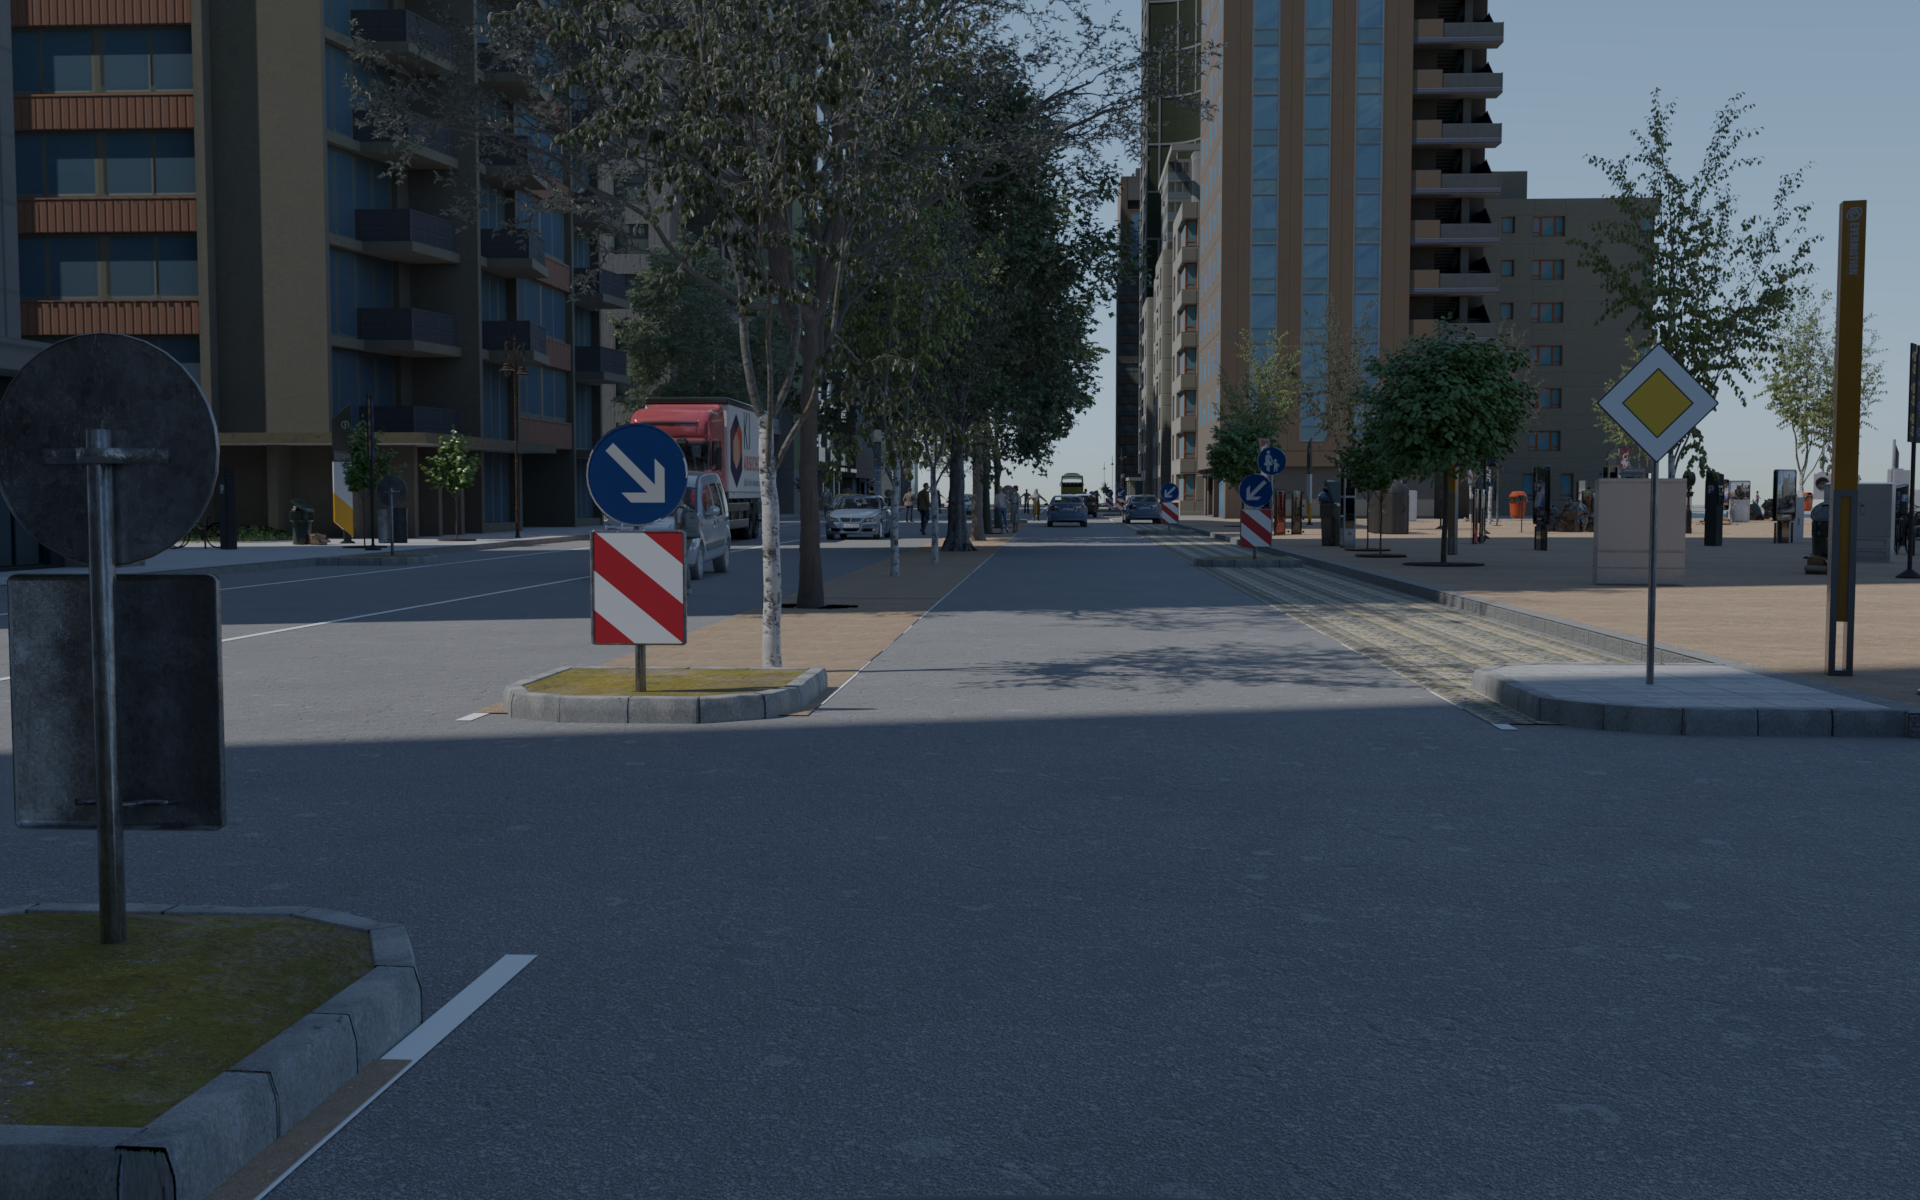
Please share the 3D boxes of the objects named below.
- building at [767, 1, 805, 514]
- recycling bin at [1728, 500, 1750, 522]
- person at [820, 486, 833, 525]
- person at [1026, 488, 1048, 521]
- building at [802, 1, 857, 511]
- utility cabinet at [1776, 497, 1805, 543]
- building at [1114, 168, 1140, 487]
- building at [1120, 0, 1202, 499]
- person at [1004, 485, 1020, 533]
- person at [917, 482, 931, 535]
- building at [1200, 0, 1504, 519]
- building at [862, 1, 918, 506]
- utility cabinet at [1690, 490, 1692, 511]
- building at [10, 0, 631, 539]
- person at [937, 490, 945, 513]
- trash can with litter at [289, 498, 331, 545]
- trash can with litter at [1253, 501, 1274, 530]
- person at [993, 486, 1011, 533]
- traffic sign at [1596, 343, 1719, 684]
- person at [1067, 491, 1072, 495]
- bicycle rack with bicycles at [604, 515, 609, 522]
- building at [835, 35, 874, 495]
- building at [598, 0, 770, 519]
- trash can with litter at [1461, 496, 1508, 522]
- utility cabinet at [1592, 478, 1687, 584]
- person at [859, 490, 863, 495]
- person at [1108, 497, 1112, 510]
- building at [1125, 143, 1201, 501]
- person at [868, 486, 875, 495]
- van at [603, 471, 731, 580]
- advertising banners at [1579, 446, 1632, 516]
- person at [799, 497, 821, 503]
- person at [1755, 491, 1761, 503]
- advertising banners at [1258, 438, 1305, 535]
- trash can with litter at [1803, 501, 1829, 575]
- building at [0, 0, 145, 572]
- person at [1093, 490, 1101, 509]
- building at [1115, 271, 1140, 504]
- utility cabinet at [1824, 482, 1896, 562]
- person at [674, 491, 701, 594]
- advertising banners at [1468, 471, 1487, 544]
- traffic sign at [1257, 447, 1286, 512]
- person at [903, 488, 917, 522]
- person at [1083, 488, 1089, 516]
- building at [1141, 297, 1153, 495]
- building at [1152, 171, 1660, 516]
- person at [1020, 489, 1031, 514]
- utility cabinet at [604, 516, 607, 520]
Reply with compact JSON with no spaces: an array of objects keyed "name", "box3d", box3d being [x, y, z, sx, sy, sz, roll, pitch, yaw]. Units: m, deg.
[{"name":"building","box3d":[-17.791,-26.019,109.001,14.154,41.232,14.086,0,4,3]},{"name":"recycling bin","box3d":[35.498,-4.062,78.963,0.722,1.027,0.722,0,4,-1]},{"name":"person","box3d":[-6.116,-4.342,79.606,0.709,1.813,0.853,1,4,15]},{"name":"person","box3d":[4.102,-5.093,92.509,1.217,1.736,0.721,-1,4,-13]},{"name":"building","box3d":[-20.793,-31.357,132.301,23.786,49.044,30.456,0,4,3]},{"name":"utility cabinet","box3d":[22.074,-2.132,46.022,1.020,1.237,0.306,-3,5,-41]},{"name":"building","box3d":[28.620,-35.914,237.300,14.600,45.320,14.200,0,4,3]},{"name":"building","box3d":[29.738,-46.863,204.461,20.563,71.187,20.611,0,4,3]},{"name":"person","box3d":[1.921,-3.288,62.833,0.524,1.755,0.480,-2,4,-34]},{"name":"person","box3d":[-1.236,-3.208,60.869,0.656,1.842,0.836,1,4,13]},{"name":"building","box3d":[20.644,-27.180,94.506,14.600,45.320,14.200,0,4,3]},{"name":"building","box3d":[-16.037,-55.359,217.783,22.319,86.520,31.000,0,4,3]},{"name":"utility cabinet","box3d":[23.375,-2.949,56.893,1.173,1.500,0.318,0,4,7]},{"name":"building","box3d":[-24.734,-24.926,62.159,22.147,44.769,28.867,0,4,3]},{"name":"person","box3d":[-1.554,-7.393,130.100,1.217,1.743,0.721,-2,4,-25]},{"name":"trash can with litter","box3d":[-16.335,-1.969,43.588,1.055,1.170,0.624,1,4,17]},{"name":"trash can with litter","box3d":[8.604,-2.322,49.354,0.624,1.170,1.055,0,4,5]},{"name":"person","box3d":[1.644,-3.356,64.035,0.731,1.740,0.598,-1,4,-20]},{"name":"traffic sign","box3d":[4.653,-0.488,11.627,0.795,2.450,0.064,0,4,3]},{"name":"person","box3d":[9.825,-8.901,154.970,0.756,1.711,0.436,2,4,30]},{"name":"bicycle rack with bicycles","box3d":[-15.333,-4.045,79.512,2.852,0.926,2.925,1,4,18]},{"name":"building","box3d":[-15.377,-30.845,154.422,14.600,45.320,14.200,0,4,3]},{"name":"building","box3d":[-18.520,-19.784,95.173,14.160,30.474,14.107,0,4,3]},{"name":"trash can with litter","box3d":[24.275,-4.239,80.361,2.233,1.210,1.678,2,4,24]},{"name":"utility cabinet","box3d":[9.562,-0.961,24.392,1.173,1.500,0.318,1,4,10]},{"name":"person","box3d":[-7.043,-6.902,122.062,1.217,1.735,0.721,0,4,-2]},{"name":"person","box3d":[12.622,-8.374,146.359,0.436,1.711,0.756,0,4,6]},{"name":"building","box3d":[33.760,-29.962,181.763,32.217,40.220,23.993,0,4,3]},{"name":"person","box3d":[-4.591,-4.943,88.949,0.705,1.869,1.348,2,4,25]},{"name":"van","box3d":[-5.099,-1.422,30.266,2.013,2.044,4.112,0,4,2]},{"name":"advertising banners","box3d":[23.710,-4.123,63.591,2.074,3.025,0.090,-1,4,-10]},{"name":"person","box3d":[-7.830,-5.054,91.148,1.348,1.822,0.705,-1,4,-15]},{"name":"person","box3d":[75.350,-9.435,163.470,0.721,1.736,1.217,3,5,43]},{"name":"advertising banners","box3d":[10.082,-3.562,54.419,2.074,3.025,0.090,-2,4,-35]},{"name":"trash can with litter","box3d":[13.972,-1.008,27.861,0.624,1.170,1.055,3,4,38]},{"name":"building","box3d":[-25.045,-35.883,24.939,20.563,71.187,20.611,0,4,3]},{"name":"person","box3d":[12.846,-9.428,162.655,1.348,1.823,0.705,-3,5,-41]},{"name":"building","box3d":[27.038,-27.616,223.218,14.160,30.474,14.107,0,4,3]},{"name":"utility cabinet","box3d":[17.011,-1.475,32.789,1.173,1.500,0.318,3,5,40]},{"name":"person","box3d":[-3.961,-0.826,24.593,0.523,1.515,0.503,-1,4,-16]},{"name":"advertising banners","box3d":[13.198,-2.940,44.265,0.090,3.025,2.074,2,4,29]},{"name":"traffic sign","box3d":[8.425,-2.861,46.880,0.768,2.556,0.104,0,4,5]},{"name":"person","box3d":[-2.478,-4.878,88.780,0.617,1.759,0.750,3,4,37]},{"name":"person","box3d":[8.396,-6.532,115.308,0.705,1.822,1.348,2,4,34]},{"name":"building","box3d":[29.867,-18.401,145.897,27.650,21.520,28.899,0,4,3]},{"name":"building","box3d":[27.774,-16.595,116.360,27.650,21.520,28.899,0,4,3]},{"name":"person","box3d":[4.914,-7.284,127.681,1.350,1.814,0.705,0,4,-2]},{"name":"utility cabinet","box3d":[-17.973,-4.677,85.141,1.173,1.500,0.318,0,4,7]}]
